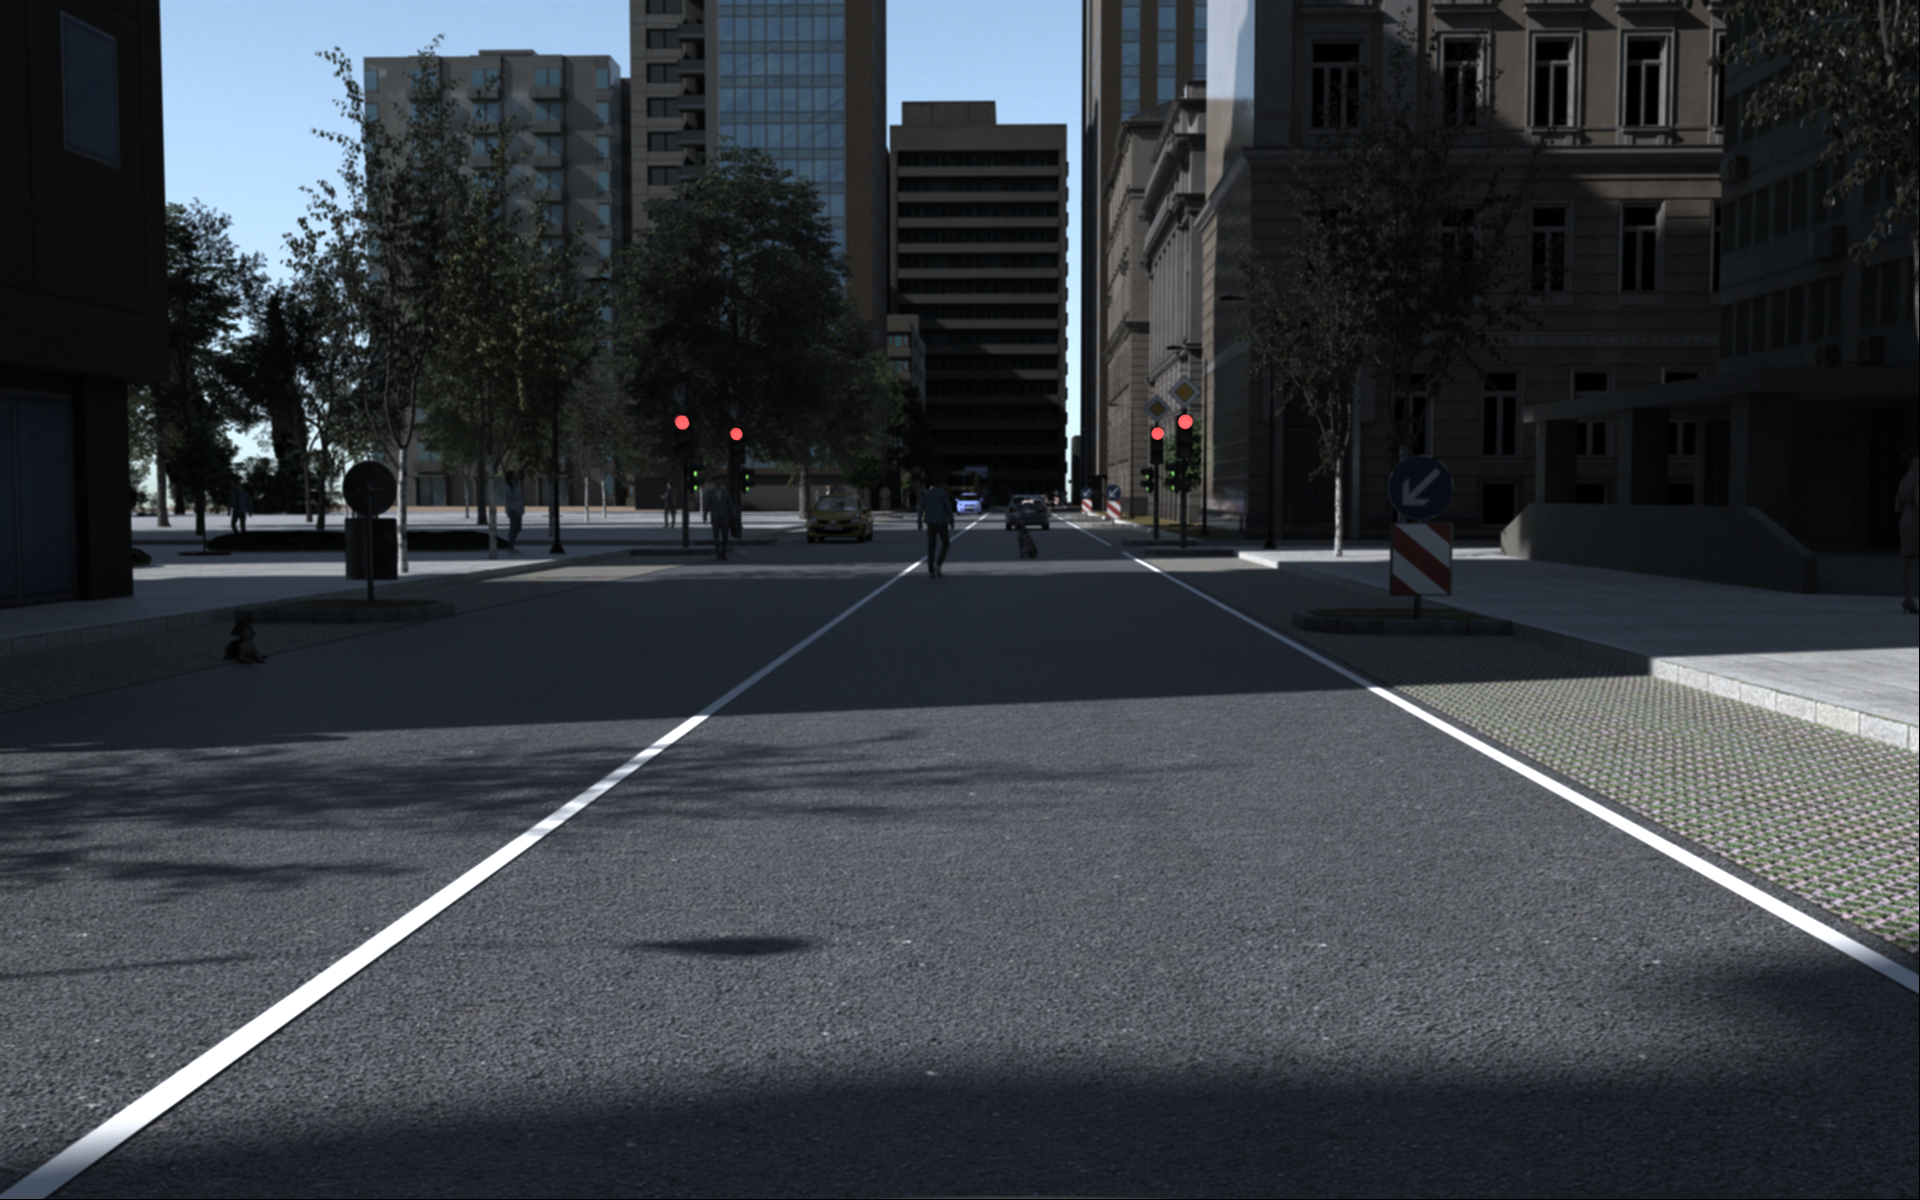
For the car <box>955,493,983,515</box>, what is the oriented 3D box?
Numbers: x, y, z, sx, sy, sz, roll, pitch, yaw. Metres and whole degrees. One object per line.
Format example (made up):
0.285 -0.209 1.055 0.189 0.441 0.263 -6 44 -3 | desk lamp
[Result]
0.650 -6.768 120.251 1.945 1.707 3.694 0 4 0 | car

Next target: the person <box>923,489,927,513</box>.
-2.026 -5.718 102.737 0.466 1.731 0.760 3 4 37 | person

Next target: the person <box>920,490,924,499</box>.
-3.847 -10.601 180.175 0.445 1.727 0.742 1 4 22 | person

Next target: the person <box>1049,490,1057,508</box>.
9.277 -10.139 173.909 1.348 1.869 0.705 -3 4 -36 | person

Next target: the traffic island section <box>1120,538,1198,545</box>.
5.588 -1.644 49.164 2.009 0.180 2.903 0 4 2 | traffic island section

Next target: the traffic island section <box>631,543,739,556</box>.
-6.604 -1.180 41.571 2.009 0.180 2.903 0 4 2 | traffic island section

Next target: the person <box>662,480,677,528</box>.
-11.104 -3.658 66.053 0.583 1.804 0.606 2 4 30 | person

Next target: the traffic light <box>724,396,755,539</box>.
-6.307 -3.700 49.416 0.839 4.253 0.868 0 4 2 | traffic light

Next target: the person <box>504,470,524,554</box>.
-9.578 -1.885 37.120 0.793 1.790 0.793 -2 4 -26 | person

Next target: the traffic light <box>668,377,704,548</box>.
-6.564 -3.212 41.435 0.839 4.253 0.868 0 4 2 | traffic light

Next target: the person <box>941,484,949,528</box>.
-0.733 -3.519 66.218 0.590 1.801 0.661 1 4 17 | person

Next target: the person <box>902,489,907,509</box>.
-4.809 -8.779 150.241 0.621 1.740 0.551 -3 4 -36 | person

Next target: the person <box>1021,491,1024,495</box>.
6.833 -11.236 192.728 1.217 1.766 0.721 0 4 -1 | person

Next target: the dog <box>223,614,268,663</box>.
-6.123 0.319 14.979 0.550 0.427 0.748 0 4 7 | dog

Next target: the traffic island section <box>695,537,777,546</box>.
-6.347 -1.668 49.552 2.009 0.180 2.903 0 4 2 | traffic island section

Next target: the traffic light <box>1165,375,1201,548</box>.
5.291 -3.190 41.071 0.839 4.253 0.868 0 4 2 | traffic light

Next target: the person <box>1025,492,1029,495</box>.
7.448 -11.305 194.145 0.445 1.727 0.742 -3 4 -36 | person

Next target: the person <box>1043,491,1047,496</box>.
8.971 -10.490 180.811 0.445 1.727 0.742 2 4 26 | person

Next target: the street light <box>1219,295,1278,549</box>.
6.754 -4.163 40.602 1.470 5.913 1.316 0 4 2 | street light

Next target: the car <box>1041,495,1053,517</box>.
4.785 -5.903 108.871 2.083 1.381 4.827 0 4 3 | car

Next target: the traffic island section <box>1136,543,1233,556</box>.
5.331 -1.156 41.183 2.009 0.180 2.903 0 4 2 | traffic island section

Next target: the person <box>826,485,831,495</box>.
-7.352 -5.572 97.500 0.624 1.780 0.694 2 4 30 | person

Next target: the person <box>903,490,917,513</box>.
-3.677 -7.308 128.806 1.217 1.723 0.721 2 4 31 | person

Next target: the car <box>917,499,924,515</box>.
-1.753 -6.293 114.680 2.131 1.459 4.920 0 4 4 | car

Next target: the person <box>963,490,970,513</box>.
0.499 -7.527 132.119 0.990 1.755 0.434 -2 4 -28 | person

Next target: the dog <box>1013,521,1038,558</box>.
1.502 -1.352 38.942 0.513 0.831 0.800 0 4 -6 | dog

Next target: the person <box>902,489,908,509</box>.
-4.813 -8.922 152.589 0.621 1.740 0.551 -2 4 -24 | person

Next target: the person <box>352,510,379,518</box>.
-12.250 -1.757 35.518 0.760 1.731 0.466 1 4 23 | person

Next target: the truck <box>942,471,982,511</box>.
0.256 -9.085 144.458 3.469 3.379 9.791 0 4 3 | truck

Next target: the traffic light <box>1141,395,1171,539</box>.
5.549 -3.678 49.052 0.839 4.253 0.868 0 4 2 | traffic light

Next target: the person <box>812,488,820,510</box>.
-10.019 -7.034 121.807 0.760 1.731 0.466 -3 5 -40 | person

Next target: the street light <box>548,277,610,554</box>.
-8.151 -3.953 37.169 1.470 5.913 1.316 0 4 2 | street light

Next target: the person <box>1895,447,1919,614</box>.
10.254 -0.740 18.483 0.374 1.781 0.599 0 4 3 | person

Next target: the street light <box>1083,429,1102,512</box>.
9.475 -9.234 123.517 1.470 5.913 1.316 0 4 2 | street light

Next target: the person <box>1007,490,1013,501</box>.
4.527 -9.122 157.509 0.599 1.838 0.709 1 4 11 | person

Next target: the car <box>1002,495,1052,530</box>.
2.712 -3.549 70.027 2.014 1.417 4.499 0 4 1 | car

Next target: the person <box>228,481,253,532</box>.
-19.974 -2.398 48.048 0.601 1.785 0.444 0 4 4 | person

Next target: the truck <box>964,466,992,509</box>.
1.649 -11.072 170.793 2.967 4.110 18.799 0 4 1 | truck

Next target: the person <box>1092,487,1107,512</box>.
10.069 -7.379 126.716 1.348 1.821 0.705 0 4 7 | person

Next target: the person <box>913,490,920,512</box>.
-3.664 -8.001 140.034 1.217 1.735 0.721 3 5 42 | person

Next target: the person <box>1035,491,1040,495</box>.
7.600 -9.879 170.756 1.217 1.736 0.721 1 4 20 | person

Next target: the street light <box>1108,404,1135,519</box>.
8.295 -7.120 88.954 1.470 5.913 1.316 0 4 2 | street light

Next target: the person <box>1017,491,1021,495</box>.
5.054 -8.418 147.056 0.541 1.710 0.530 -2 4 -30 | person

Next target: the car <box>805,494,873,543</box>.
-3.598 -2.561 52.100 2.015 1.641 3.980 0 4 2 | car

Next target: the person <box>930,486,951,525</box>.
-1.084 -4.414 80.884 0.699 1.804 1.509 -2 4 -33 | person

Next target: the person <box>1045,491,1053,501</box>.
7.837 -8.922 155.168 1.217 1.735 0.721 1 4 20 | person

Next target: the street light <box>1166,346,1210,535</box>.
7.157 -5.005 54.379 1.470 5.913 1.316 0 4 2 | street light

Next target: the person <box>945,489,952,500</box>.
-1.113 -7.944 138.017 0.705 1.869 1.348 -3 5 -44 | person
